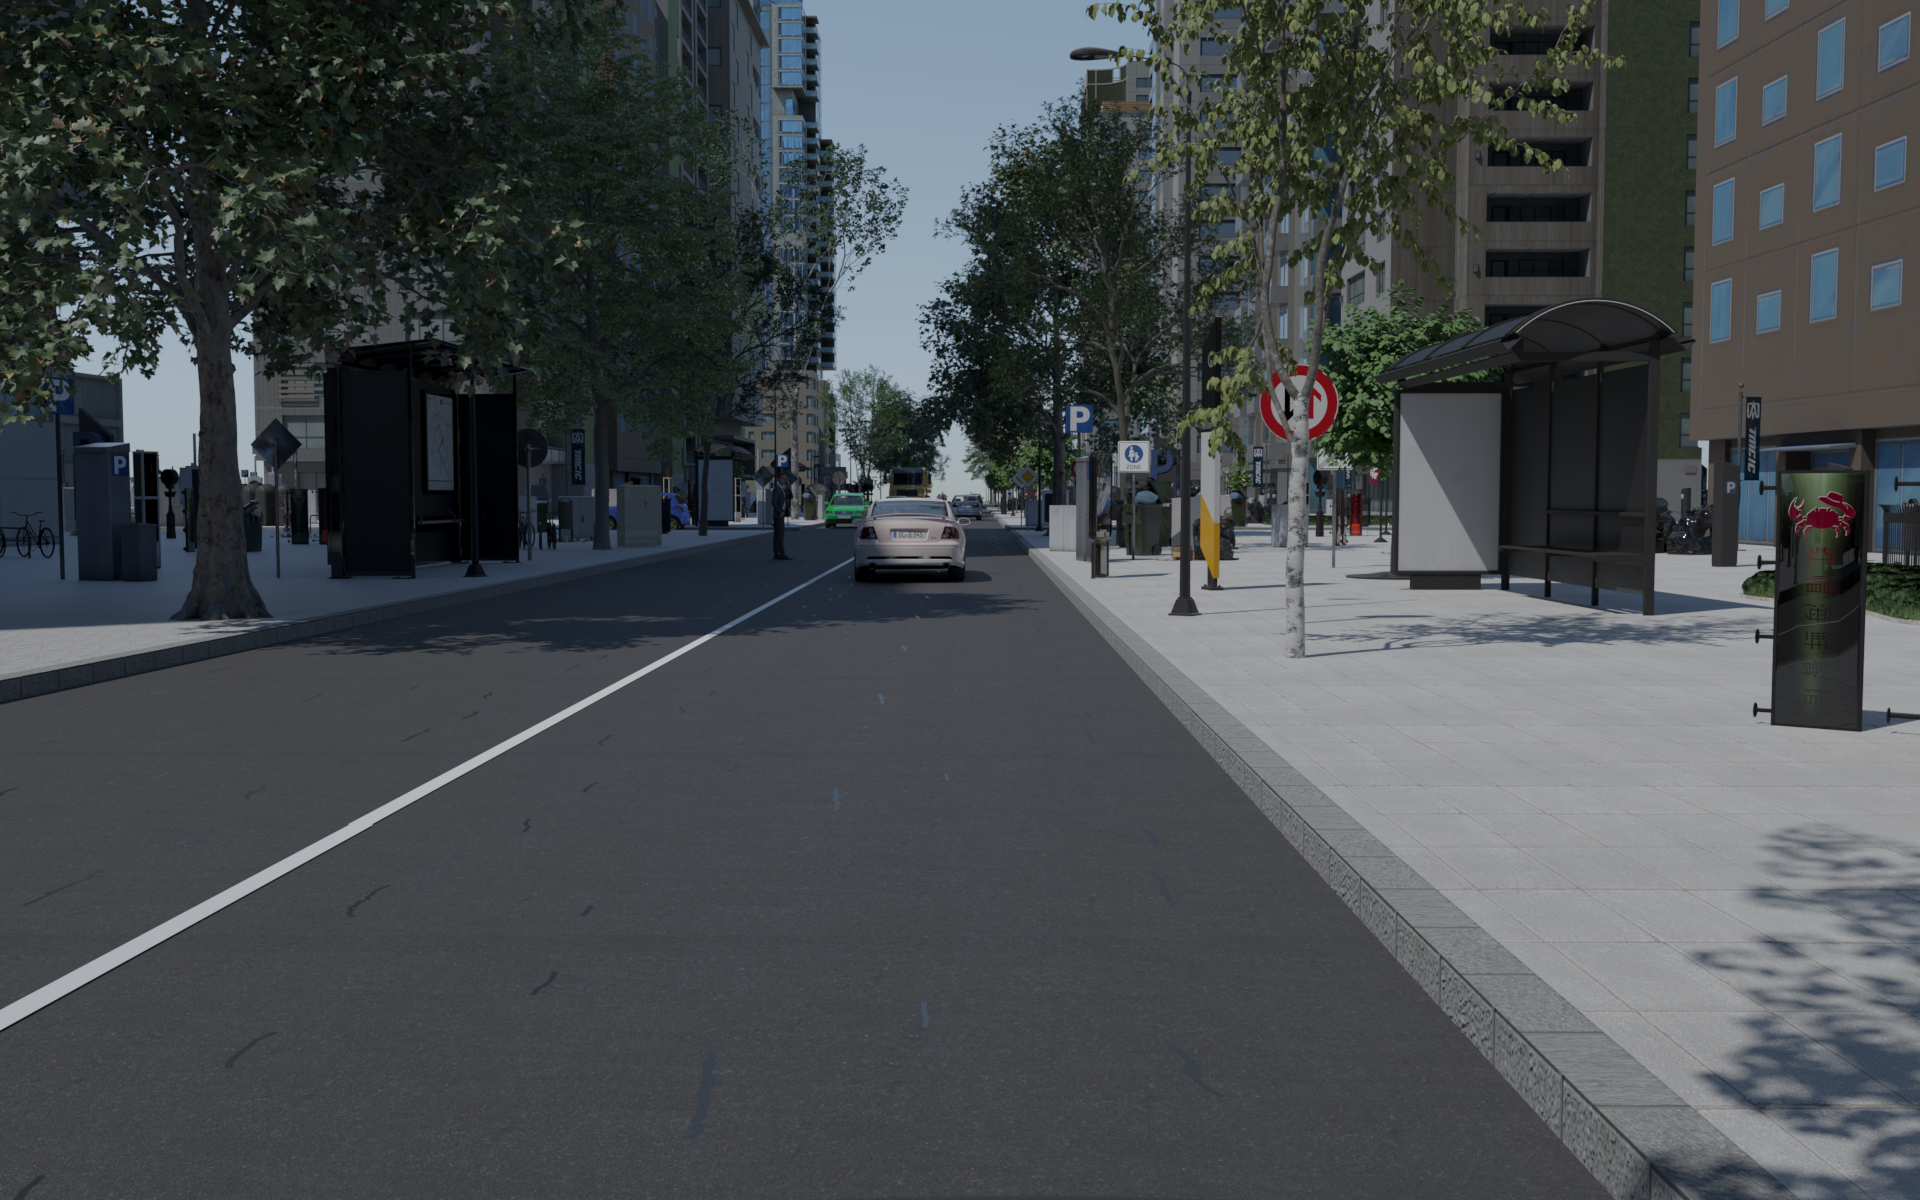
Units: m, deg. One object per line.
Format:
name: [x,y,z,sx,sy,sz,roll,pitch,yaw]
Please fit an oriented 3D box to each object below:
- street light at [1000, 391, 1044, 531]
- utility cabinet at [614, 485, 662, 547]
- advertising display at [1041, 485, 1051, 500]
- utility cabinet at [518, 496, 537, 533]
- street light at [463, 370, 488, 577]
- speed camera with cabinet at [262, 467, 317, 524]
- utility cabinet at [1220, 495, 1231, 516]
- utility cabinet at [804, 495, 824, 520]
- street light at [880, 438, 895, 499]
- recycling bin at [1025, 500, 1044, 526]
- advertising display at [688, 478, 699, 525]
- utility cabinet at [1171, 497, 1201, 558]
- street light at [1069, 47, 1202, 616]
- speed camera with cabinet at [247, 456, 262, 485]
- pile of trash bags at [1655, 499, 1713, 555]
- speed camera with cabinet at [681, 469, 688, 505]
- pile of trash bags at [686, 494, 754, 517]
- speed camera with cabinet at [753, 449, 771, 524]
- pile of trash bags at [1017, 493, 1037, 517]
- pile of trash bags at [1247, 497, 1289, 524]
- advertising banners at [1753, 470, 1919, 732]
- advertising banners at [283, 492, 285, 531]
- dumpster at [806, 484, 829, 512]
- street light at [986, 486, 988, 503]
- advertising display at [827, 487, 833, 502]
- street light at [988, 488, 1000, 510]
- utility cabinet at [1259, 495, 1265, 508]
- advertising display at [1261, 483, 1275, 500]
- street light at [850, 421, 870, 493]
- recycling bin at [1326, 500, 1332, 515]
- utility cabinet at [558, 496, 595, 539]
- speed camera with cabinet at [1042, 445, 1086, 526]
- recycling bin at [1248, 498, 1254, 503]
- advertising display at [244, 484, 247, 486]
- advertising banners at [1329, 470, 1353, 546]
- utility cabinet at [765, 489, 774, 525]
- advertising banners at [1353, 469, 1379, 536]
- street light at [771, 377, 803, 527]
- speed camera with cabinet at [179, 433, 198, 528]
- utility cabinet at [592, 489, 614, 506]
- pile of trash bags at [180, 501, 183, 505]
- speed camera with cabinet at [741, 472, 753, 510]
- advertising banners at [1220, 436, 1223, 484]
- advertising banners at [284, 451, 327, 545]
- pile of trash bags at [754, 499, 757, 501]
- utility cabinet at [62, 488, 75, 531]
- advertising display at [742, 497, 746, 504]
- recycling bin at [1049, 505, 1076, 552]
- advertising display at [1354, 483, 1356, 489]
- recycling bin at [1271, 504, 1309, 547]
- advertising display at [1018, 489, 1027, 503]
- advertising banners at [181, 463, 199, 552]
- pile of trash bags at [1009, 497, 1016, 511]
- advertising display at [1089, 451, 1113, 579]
street light: [2.201,-5.325,59.611,1.470,5.913,1.316,0,4,0]
utility cabinet: [-7.796,-2.047,42.155,0.318,1.500,1.173,3,4,38]
advertising display: [4.513,-5.298,91.834,0.123,1.923,0.974,-2,4,-31]
utility cabinet: [-14.317,-2.790,56.775,1.020,1.237,0.306,2,4,33]
street light: [-6.977,-3.312,26.684,1.470,5.913,1.316,0,4,0]
speed camera with cabinet: [-28.887,-4.918,74.751,2.038,3.252,0.660,-1,4,-21]
utility cabinet: [15.290,-5.349,98.615,1.020,1.237,0.306,0,4,1]
utility cabinet: [-7.349,-4.651,87.207,1.020,1.237,0.306,1,4,15]
street light: [-6.080,-10.522,144.581,1.470,5.913,1.316,0,4,0]
recycling bin: [2.988,-3.467,69.241,0.722,1.027,0.722,0,4,7]
advertising display: [-10.970,-4.054,71.494,0.123,1.923,0.974,1,4,17]
utility cabinet: [4.586,-1.453,34.911,0.306,1.237,1.020,2,4,30]
street light: [1.839,-2.791,18.171,1.470,5.913,1.316,0,4,0]
speed camera with cabinet: [-37.250,-5.835,89.742,2.038,3.252,0.660,-1,4,-12]
pile of trash bags: [15.160,-1.730,38.042,1.912,1.369,3.447,-2,4,-31]
speed camera with cabinet: [-21.931,-8.890,139.686,0.660,3.252,2.038,1,4,11]
pile of trash bags: [-13.488,-5.233,95.315,3.447,1.369,1.912,-3,4,-37]
speed camera with cabinet: [-8.523,-4.940,75.097,0.660,3.252,2.038,0,4,-8]
pile of trash bags: [4.406,-5.210,94.930,1.912,1.369,3.447,0,4,-4]
pile of trash bags: [13.683,-3.944,74.236,1.912,1.369,3.447,-1,4,-21]
advertising banners: [5.258,-0.780,8.948,2.074,3.025,0.090,3,4,38]
advertising banners: [-22.291,-3.759,57.655,0.090,3.025,2.074,-2,4,-33]
dumpster: [-7.982,-5.562,96.692,1.264,1.857,1.865,0,4,0]
street light: [2.847,-10.418,142.880,1.470,5.913,1.316,0,4,0]
advertising display: [-8.376,-6.490,111.324,0.123,1.923,0.974,-1,4,-23]
street light: [2.548,-7.848,100.853,1.470,5.913,1.316,0,4,0]
utility cabinet: [15.558,-4.775,89.237,0.306,1.237,1.020,1,4,13]
advertising display: [17.912,-5.847,100.817,0.974,1.923,0.123,-2,4,-30]
street light: [-6.366,-8.376,109.489,1.470,5.913,1.316,0,4,0]
recycling bin: [17.365,-4.140,80.247,0.722,1.027,0.722,0,4,6]
utility cabinet: [-11.059,-2.375,50.000,1.020,1.237,0.306,0,4,-1]
speed camera with cabinet: [4.360,-4.649,70.339,2.038,3.252,0.660,2,4,25]
recycling bin: [19.251,-6.311,115.731,0.722,1.027,0.722,1,4,15]
advertising display: [-44.105,-6.181,106.281,0.974,1.923,0.123,2,4,26]
advertising banners: [9.392,-2.860,42.941,0.090,3.025,2.074,2,4,24]
utility cabinet: [-7.730,-3.866,71.893,0.318,1.500,1.173,1,4,12]
advertising banners: [12.118,-3.477,53.035,0.090,3.025,2.074,-2,4,-34]
street light: [-6.710,-5.840,68.027,1.470,5.913,1.316,0,4,0]
speed camera with cabinet: [-25.305,-3.833,57.006,0.660,3.252,2.038,-1,4,-19]
utility cabinet: [-15.324,-4.058,75.027,1.173,1.500,0.318,-1,4,-18]
pile of trash bags: [-63.681,-8.095,142.098,3.447,1.369,1.912,2,4,28]
speed camera with cabinet: [-16.851,-8.741,137.247,0.660,3.252,2.038,3,4,38]
advertising banners: [6.606,-3.033,45.775,0.090,3.025,2.074,2,4,29]
advertising banners: [-16.060,-2.917,43.877,2.074,3.025,0.090,0,4,7]
pile of trash bags: [-13.132,-6.892,122.438,1.912,1.369,3.447,3,4,39]
utility cabinet: [-29.801,-3.068,58.843,1.173,1.500,0.318,-3,4,-36]
advertising display: [-17.803,-8.380,142.227,0.123,1.923,0.974,-3,5,-43]
recycling bin: [2.459,-1.610,38.880,0.722,1.027,0.722,2,4,24]
advertising display: [23.086,-5.824,100.437,0.974,1.923,0.123,-2,4,-34]
recycling bin: [8.005,-1.803,42.037,0.722,1.027,0.722,-1,4,-8]
advertising display: [4.961,-8.053,136.878,0.974,1.923,0.123,-3,4,-38]
advertising banners: [-17.035,-2.611,38.879,0.090,3.025,2.074,0,4,-3]
pile of trash bags: [4.946,-7.625,134.416,1.912,1.369,3.447,-1,4,-10]
advertising display: [2.161,-1.309,26.615,0.123,1.923,0.974,1,4,19]
